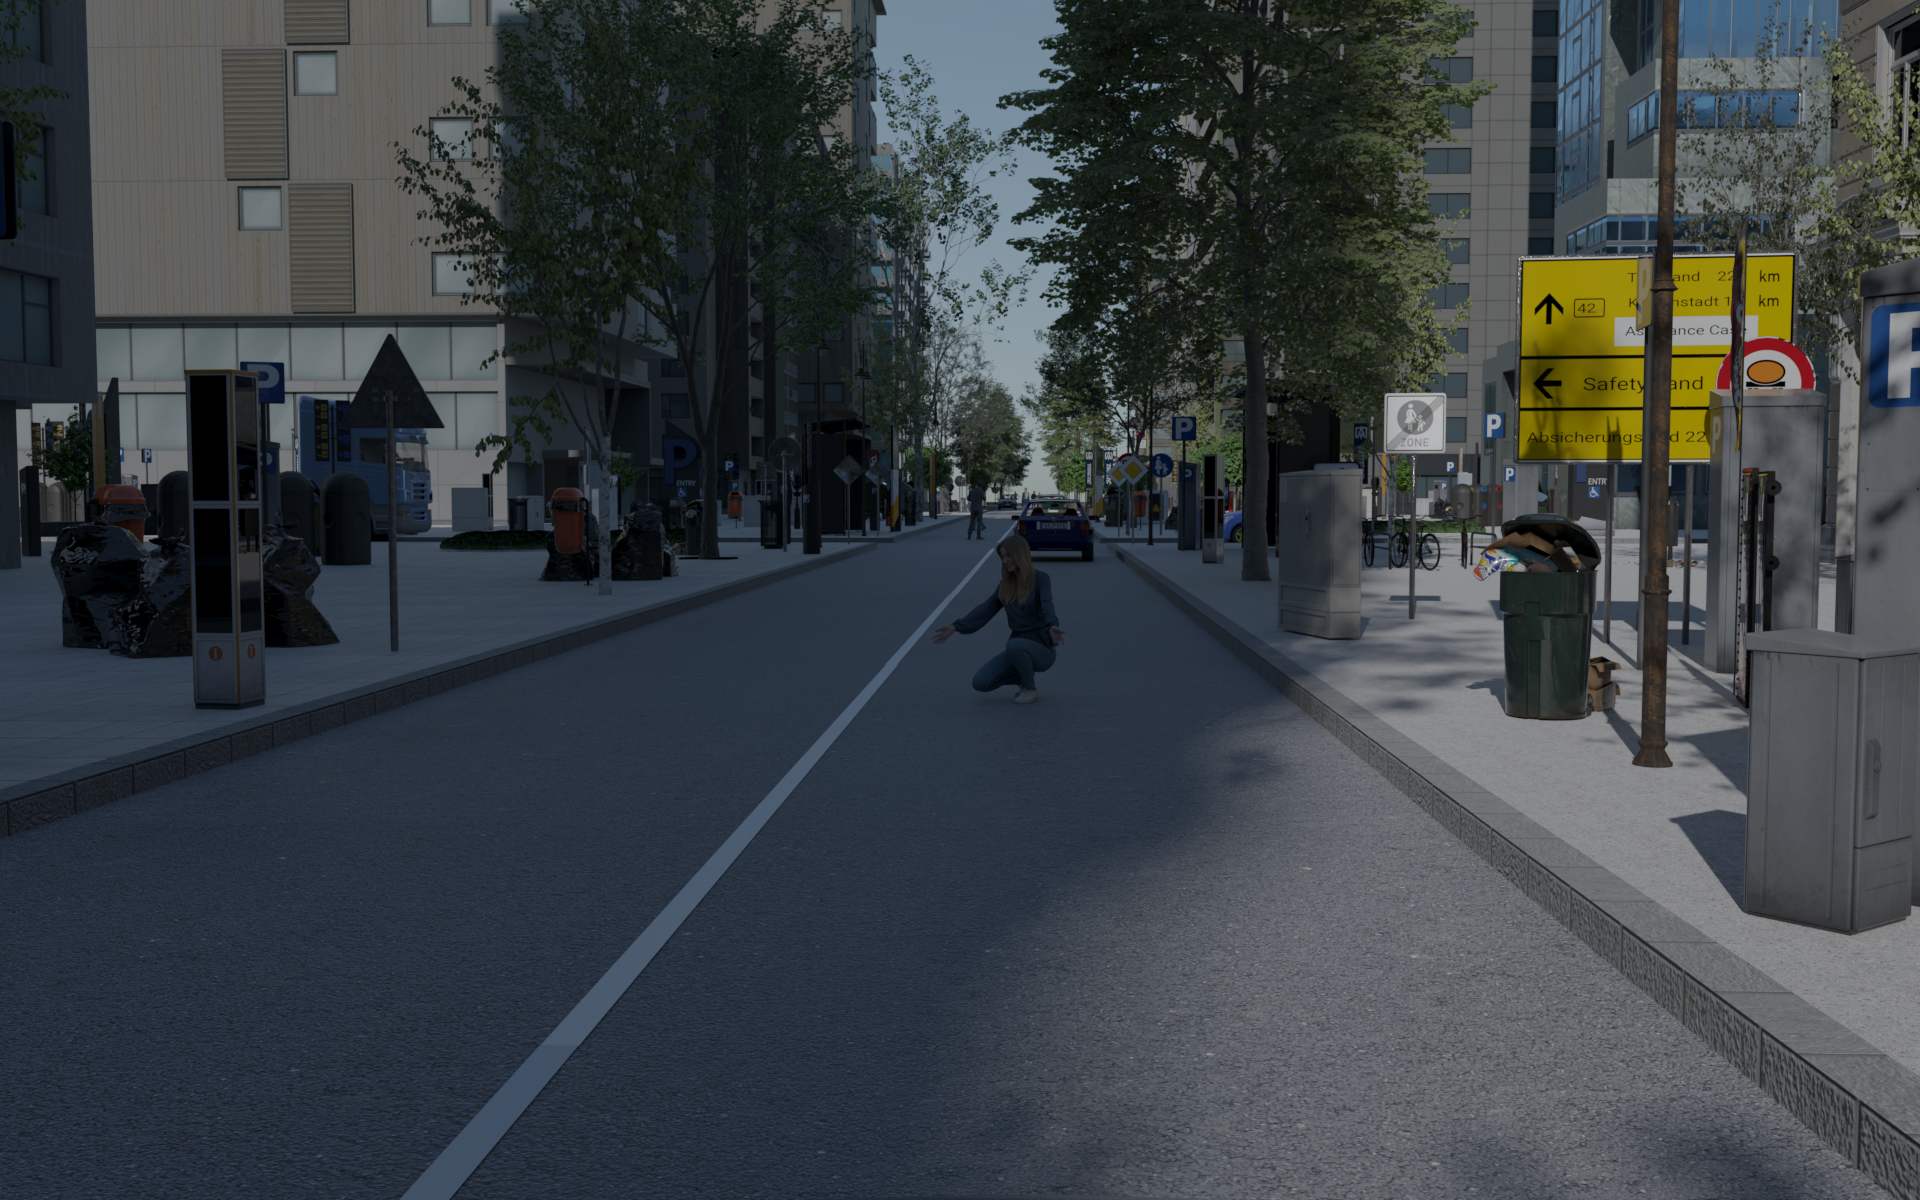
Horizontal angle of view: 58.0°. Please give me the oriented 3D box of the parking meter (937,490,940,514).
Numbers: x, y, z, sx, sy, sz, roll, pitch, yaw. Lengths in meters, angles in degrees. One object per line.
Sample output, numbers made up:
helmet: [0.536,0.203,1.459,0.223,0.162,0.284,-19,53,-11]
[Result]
parking meter: [-1.437,-6.146,108.900,0.372,1.533,0.369,0,3,0]

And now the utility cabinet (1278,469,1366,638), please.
utility cabinet: [3.240,-0.430,15.702,0.318,1.500,1.173,-1,4,-12]

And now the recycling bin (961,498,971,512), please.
recycling bin: [0.528,-6.683,121.825,0.722,1.027,0.722,3,5,40]

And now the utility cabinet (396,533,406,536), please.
utility cabinet: [-17.350,-2.692,52.687,1.173,1.500,0.318,2,4,35]

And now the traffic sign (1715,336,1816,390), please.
traffic sign: [6.511,-0.855,14.087,0.768,2.556,0.104,0,4,8]

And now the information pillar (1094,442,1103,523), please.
information pillar: [6.278,-5.307,78.121,0.183,3.616,0.504,3,4,36]

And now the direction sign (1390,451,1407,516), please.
direction sign: [24.536,-6.417,96.914,0.876,3.537,0.379,0,4,-1]

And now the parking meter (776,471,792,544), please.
parking meter: [-4.487,-2.358,44.270,0.399,1.863,0.255,0,4,-7]

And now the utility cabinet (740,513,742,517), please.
utility cabinet: [-12.545,-5.255,97.085,1.020,1.237,0.306,2,4,31]

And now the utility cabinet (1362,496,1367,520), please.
utility cabinet: [13.489,-2.971,59.744,1.020,1.237,0.306,0,4,-8]

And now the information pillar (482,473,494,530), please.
information pillar: [-16.742,-3.482,61.415,0.304,2.012,0.304,0,4,1]

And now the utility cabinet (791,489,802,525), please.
utility cabinet: [-6.906,-3.849,71.614,1.173,1.500,0.318,0,4,7]

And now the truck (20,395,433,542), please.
truck: [-23.670,-3.580,48.286,18.799,4.110,2.967,0,4,1]

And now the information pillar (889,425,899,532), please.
information pillar: [-2.216,-4.119,58.699,0.183,3.616,0.504,1,4,20]

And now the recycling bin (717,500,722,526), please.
recycling bin: [-10.021,-3.489,69.606,0.722,1.027,0.722,-1,4,-23]

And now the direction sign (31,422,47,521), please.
direction sign: [-29.113,-3.858,55.068,0.379,3.537,0.876,1,4,19]

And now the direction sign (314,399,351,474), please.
direction sign: [-15.068,-3.037,41.658,0.876,3.537,0.379,-3,5,-42]

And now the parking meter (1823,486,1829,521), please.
parking meter: [28.632,-2.974,57.032,0.372,1.533,0.369,0,3,0]

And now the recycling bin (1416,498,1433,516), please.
recycling bin: [26.783,-5.348,100.000,0.722,1.027,0.722,-2,4,-31]

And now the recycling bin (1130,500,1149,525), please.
recycling bin: [7.434,-3.629,71.896,0.722,1.027,0.722,1,4,13]

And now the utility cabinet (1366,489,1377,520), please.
utility cabinet: [18.515,-4.330,79.472,1.173,1.500,0.318,1,4,8]

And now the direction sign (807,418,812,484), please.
direction sign: [-4.506,-3.666,51.942,0.379,3.537,0.876,-1,4,-13]

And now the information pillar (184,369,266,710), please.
information pillar: [-4.400,-0.360,10.386,0.304,2.012,0.304,1,4,8]

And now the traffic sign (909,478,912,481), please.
traffic sign: [-2.781,-6.476,105.991,0.768,2.556,0.104,1,4,9]

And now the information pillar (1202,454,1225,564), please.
information pillar: [4.691,-1.685,32.049,0.304,2.012,0.304,3,4,38]

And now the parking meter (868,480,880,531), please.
parking meter: [-3.003,-3.357,60.591,0.399,1.863,0.255,0,4,-1]

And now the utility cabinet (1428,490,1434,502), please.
utility cabinet: [28.332,-5.779,103.163,0.318,1.500,1.173,-1,4,-16]

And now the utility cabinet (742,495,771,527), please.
utility cabinet: [-7.914,-3.456,67.667,1.020,1.237,0.306,0,4,-5]

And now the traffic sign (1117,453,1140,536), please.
traffic sign: [5.194,-3.257,53.355,0.768,2.556,0.104,0,4,6]

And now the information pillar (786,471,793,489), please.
information pillar: [-8.530,-5.838,86.798,0.183,3.616,0.504,-3,4,-38]

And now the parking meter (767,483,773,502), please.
parking meter: [-10.030,-5.201,90.746,0.399,1.863,0.255,-1,4,-12]

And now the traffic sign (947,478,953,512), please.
traffic sign: [-0.857,-7.502,122.762,0.768,2.556,0.104,0,4,5]

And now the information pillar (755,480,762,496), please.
information pillar: [-10.369,-5.179,89.175,0.304,2.012,0.304,-1,4,-9]

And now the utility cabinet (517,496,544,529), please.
utility cabinet: [-15.518,-3.147,62.622,0.306,1.237,1.020,2,4,35]

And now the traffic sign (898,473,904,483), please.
traffic sign: [-3.429,-5.713,93.410,0.884,2.594,0.081,1,4,9]

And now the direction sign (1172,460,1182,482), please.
direction sign: [14.516,-7.532,115.152,0.876,3.537,0.379,1,4,21]

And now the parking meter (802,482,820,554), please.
parking meter: [-3.173,-1.749,36.999,0.372,1.533,0.369,0,3,0]

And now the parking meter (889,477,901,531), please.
parking meter: [-2.227,-3.286,59.429,0.399,1.863,0.255,0,4,8]

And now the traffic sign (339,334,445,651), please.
traffic sign: [-4.618,-0.861,14.076,0.884,2.594,0.081,0,4,6]

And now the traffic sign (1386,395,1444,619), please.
traffic sign: [4.623,-0.950,17.666,0.606,2.300,0.079,0,4,7]

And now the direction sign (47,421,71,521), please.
direction sign: [-27.742,-3.785,53.875,0.876,3.537,0.379,0,3,0]

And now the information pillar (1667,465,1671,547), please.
information pillar: [17.176,-3.106,42.143,0.183,3.616,0.504,3,5,41]

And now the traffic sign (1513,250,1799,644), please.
traffic sign: [5.873,-1.275,14.722,2.265,3.308,0.079,1,4,9]

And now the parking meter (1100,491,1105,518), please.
parking meter: [7.567,-5.157,92.729,0.372,1.533,0.369,0,3,0]

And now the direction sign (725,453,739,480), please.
direction sign: [-12.632,-6.360,95.987,0.876,3.537,0.379,1,4,18]

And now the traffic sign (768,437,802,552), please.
traffic sign: [-3.887,-2.343,38.413,0.768,2.556,0.104,1,4,9]

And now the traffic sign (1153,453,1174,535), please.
traffic sign: [6.264,-3.291,53.920,0.768,2.556,0.104,1,4,8]

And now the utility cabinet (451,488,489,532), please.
utility cabinet: [-16.541,-3.046,58.480,1.173,1.500,0.318,0,4,8]

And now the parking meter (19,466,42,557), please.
parking meter: [-19.122,-1.829,35.619,0.399,1.863,0.255,3,4,37]

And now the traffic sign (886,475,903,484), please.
traffic sign: [-3.339,-5.381,87.983,0.884,2.594,0.081,0,4,6]

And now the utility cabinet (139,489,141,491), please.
utility cabinet: [-32.861,-3.720,69.501,0.318,1.500,1.173,1,4,22]

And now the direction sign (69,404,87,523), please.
direction sign: [-21.385,-3.077,42.301,0.379,3.537,0.876,-1,4,-19]

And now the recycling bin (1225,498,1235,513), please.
recycling bin: [17.420,-6.112,112.487,0.722,1.027,0.722,3,5,39]
